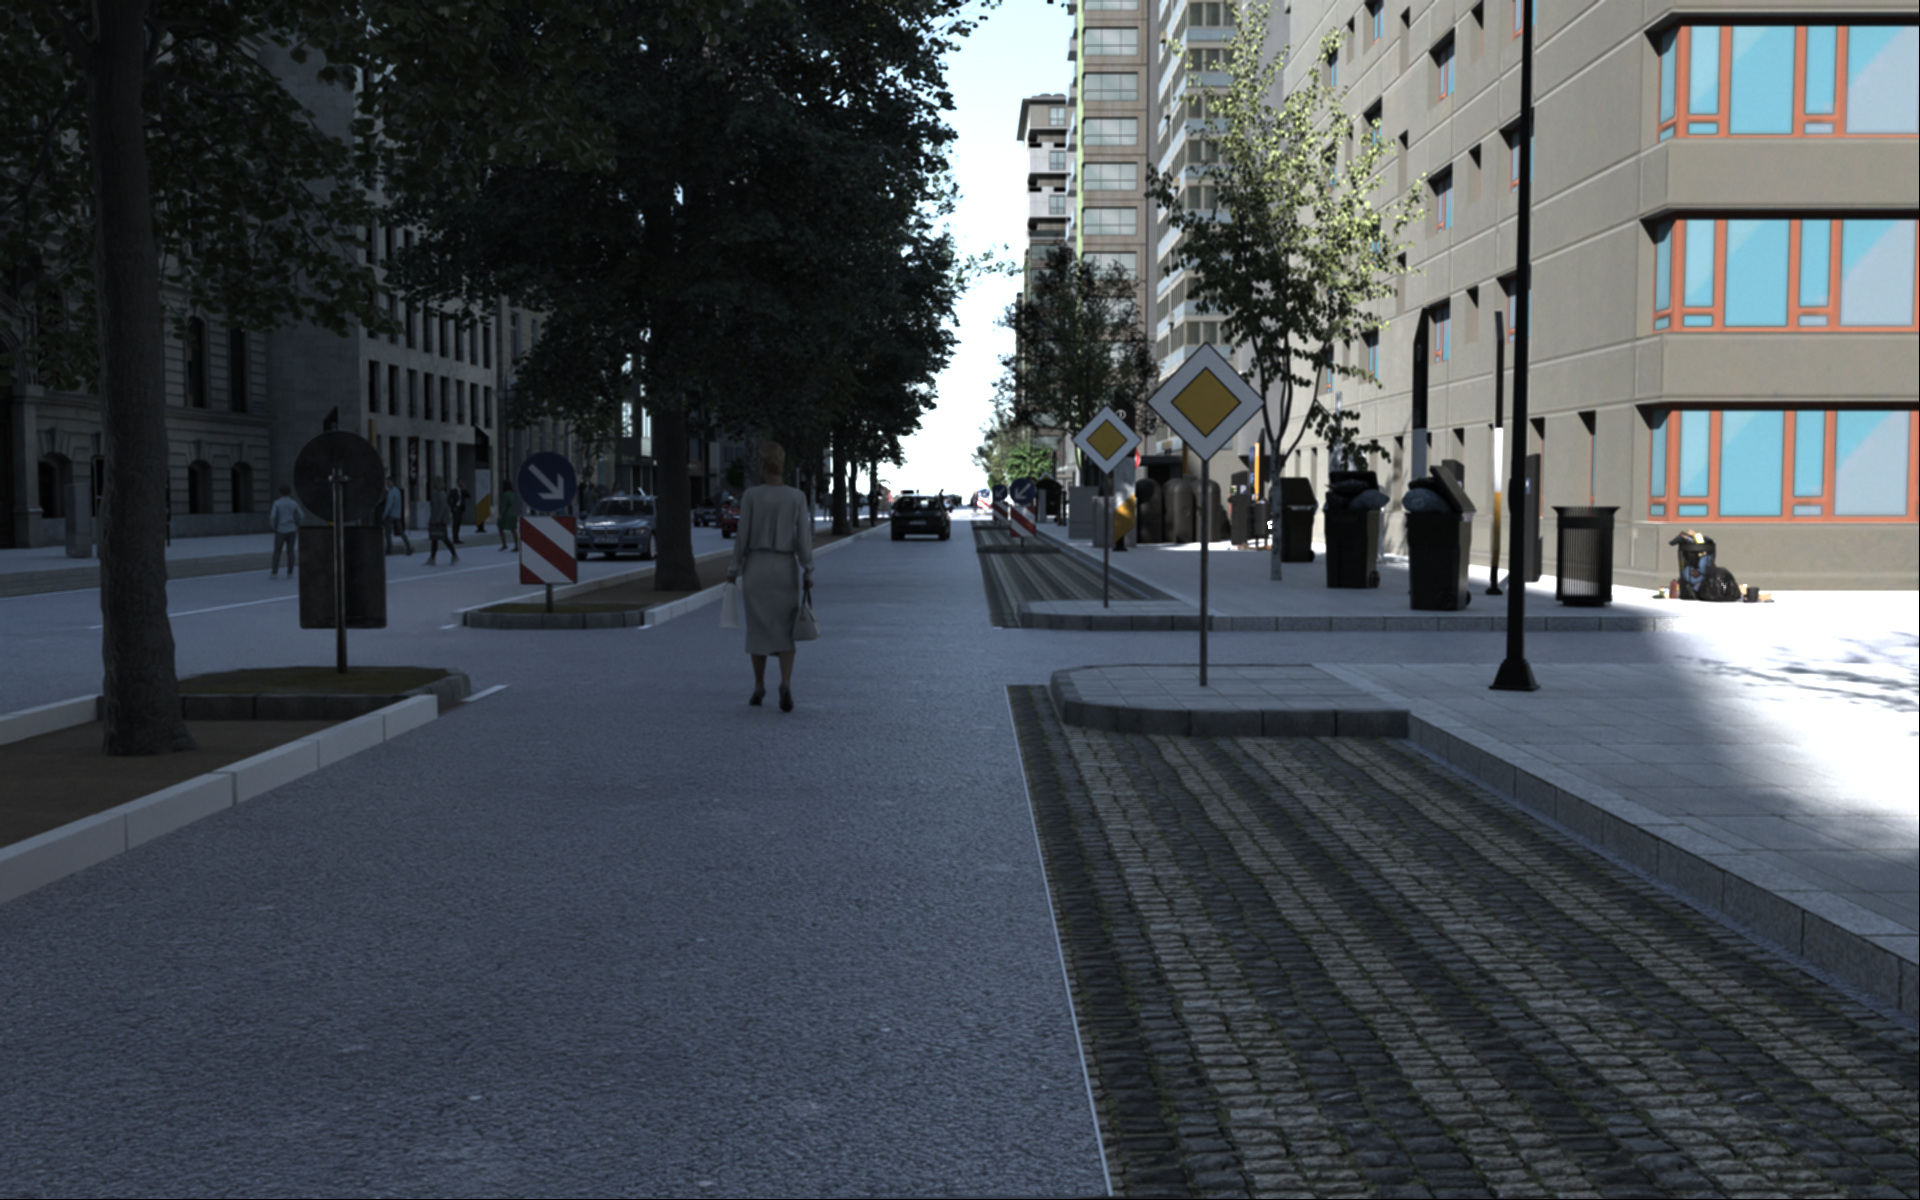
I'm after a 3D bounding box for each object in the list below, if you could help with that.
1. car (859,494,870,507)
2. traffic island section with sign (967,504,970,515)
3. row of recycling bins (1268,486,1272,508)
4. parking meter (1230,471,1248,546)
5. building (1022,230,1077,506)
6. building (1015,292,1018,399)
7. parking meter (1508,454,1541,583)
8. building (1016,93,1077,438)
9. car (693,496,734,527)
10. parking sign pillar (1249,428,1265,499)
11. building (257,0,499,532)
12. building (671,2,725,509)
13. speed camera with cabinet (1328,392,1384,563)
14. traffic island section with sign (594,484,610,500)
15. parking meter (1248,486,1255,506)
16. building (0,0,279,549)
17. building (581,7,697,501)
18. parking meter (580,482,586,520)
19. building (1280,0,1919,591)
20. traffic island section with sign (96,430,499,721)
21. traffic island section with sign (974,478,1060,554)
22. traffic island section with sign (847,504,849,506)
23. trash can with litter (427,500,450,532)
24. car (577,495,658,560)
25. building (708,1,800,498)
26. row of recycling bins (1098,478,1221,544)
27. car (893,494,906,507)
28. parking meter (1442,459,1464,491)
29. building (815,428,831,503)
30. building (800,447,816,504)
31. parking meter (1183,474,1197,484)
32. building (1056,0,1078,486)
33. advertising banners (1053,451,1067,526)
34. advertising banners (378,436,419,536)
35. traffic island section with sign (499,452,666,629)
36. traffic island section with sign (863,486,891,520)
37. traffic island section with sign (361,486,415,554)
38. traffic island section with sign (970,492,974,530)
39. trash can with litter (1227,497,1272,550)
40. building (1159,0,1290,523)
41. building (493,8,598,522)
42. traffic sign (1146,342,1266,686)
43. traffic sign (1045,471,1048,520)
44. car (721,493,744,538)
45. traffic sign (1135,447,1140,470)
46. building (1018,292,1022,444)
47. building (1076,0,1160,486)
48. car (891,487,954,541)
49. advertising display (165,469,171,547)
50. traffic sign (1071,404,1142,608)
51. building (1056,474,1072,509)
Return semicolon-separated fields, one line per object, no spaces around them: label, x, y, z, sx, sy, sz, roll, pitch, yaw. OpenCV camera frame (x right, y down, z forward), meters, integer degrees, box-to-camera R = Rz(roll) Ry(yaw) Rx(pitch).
car;-10.009;-10.775;187.967;2.131;1.459;4.920;0;4;1
traffic island section with sign;1.625;-6.756;119.086;1.989;1.847;2.006;0;4;0
row of recycling bins;12.150;-3.136;58.386;3.534;1.692;1.069;1;4;19
parking meter;6.948;-2.286;43.090;0.399;1.863;0.255;-2;4;-30
building;14.504;-25.648;191.045;14.160;30.474;14.107;0;4;0
building;14.814;-29.076;247.088;14.160;30.474;14.107;0;4;0
parking meter;8.212;-1.193;25.223;0.399;1.863;0.255;3;4;37
building;21.992;-38.917;225.532;28.713;52.752;27.495;0;4;0
car;-10.784;-3.941;77.021;1.945;1.354;3.894;0;4;0
parking sign pillar;12.069;-5.012;70.415;1.447;3.967;1.447;1;4;19
building;-25.002;-12.881;65.362;10.420;20.320;16.860;0;4;0
building;-31.192;-29.671;139.743;22.147;44.769;28.867;0;4;0
speed camera with cabinet;7.526;-2.358;32.892;0.660;3.252;2.038;0;4;-1
traffic island section with sign;-14.290;-3.687;68.910;1.989;1.847;2.006;0;4;0
parking meter;8.809;-2.717;52.829;0.372;1.533;0.369;0;3;0
building;-27.647;-13.447;38.935;14.460;24.649;34.723;0;4;0
building;-30.078;-29.994;110.003;23.786;49.044;30.456;0;4;0
parking meter;-18.710;-4.929;86.306;0.399;1.863;0.255;-2;4;-34
building;23.689;-11.677;35.958;28.899;21.520;27.650;0;4;0
traffic island section with sign;-4.460;-0.227;11.856;2.006;1.907;1.989;0;4;0
traffic island section with sign;1.401;-2.062;42.335;1.989;1.847;2.006;0;4;0
traffic island section with sign;-13.856;-13.394;227.627;1.989;1.847;2.006;0;4;0
trash can with litter;-17.654;-2.888;58.610;0.624;1.170;1.055;0;4;-4
car;-7.454;-1.652;39.020;2.014;1.417;4.499;0;4;2
building;-29.971;-39.900;194.362;21.231;58.520;28.212;0;4;0
row of recycling bins;5.269;-2.334;45.272;3.534;1.692;1.069;-2;4;-25
car;-6.684;-11.351;195.380;2.009;1.686;4.222;0;4;-1
parking meter;8.381;-1.454;29.483;0.255;1.863;0.399;3;5;42
building;-25.715;-36.348;244.392;14.600;45.320;14.200;0;4;0
building;-25.731;-27.208;216.544;14.160;30.474;14.107;0;4;0
parking meter;6.545;-2.667;49.317;0.255;1.863;0.399;-2;4;-31
building;19.368;-31.054;127.344;23.786;49.044;30.456;0;4;0
advertising banners;4.020;-4.511;69.940;0.090;3.025;2.074;-1;4;-11
advertising banners;-17.202;-3.474;52.995;2.074;3.025;0.090;2;4;34
traffic island section with sign;-4.429;-0.681;19.263;2.006;1.907;1.989;0;4;0
traffic island section with sign;-4.232;-5.276;94.402;2.006;1.907;1.989;0;4;0
traffic island section with sign;-14.357;-2.038;41.955;1.989;1.847;2.006;0;4;0
traffic island section with sign;1.489;-3.710;69.290;1.989;1.847;2.006;0;4;0
trash can with litter;6.931;-1.779;40.151;1.678;1.210;2.233;-1;4;-14
building;22.377;-23.872;82.184;32.217;40.220;23.993;0;4;0
building;-25.953;-18.252;84.331;13.634;28.700;20.117;0;4;0
traffic sign;1.625;-0.482;11.524;0.795;2.450;0.064;0;4;0
traffic sign;4.271;-5.170;85.714;0.795;2.450;0.064;1;4;9
car;-6.802;-2.979;57.746;2.155;1.783;4.494;0;4;2
traffic sign;4.120;-2.642;43.305;0.768;2.556;0.104;0;4;6
building;14.485;-26.509;205.127;14.160;30.474;14.107;0;4;0
building;14.029;-25.797;105.368;14.154;41.232;14.086;0;4;0
car;-1.217;-2.741;54.598;2.009;1.686;4.222;0;4;2
advertising display;-19.726;-2.256;42.094;0.974;1.923;0.123;-2;4;-32
traffic sign;1.647;-0.970;19.509;0.795;2.450;0.064;0;4;0
building;23.814;-28.346;155.344;32.217;40.220;23.993;0;4;0
